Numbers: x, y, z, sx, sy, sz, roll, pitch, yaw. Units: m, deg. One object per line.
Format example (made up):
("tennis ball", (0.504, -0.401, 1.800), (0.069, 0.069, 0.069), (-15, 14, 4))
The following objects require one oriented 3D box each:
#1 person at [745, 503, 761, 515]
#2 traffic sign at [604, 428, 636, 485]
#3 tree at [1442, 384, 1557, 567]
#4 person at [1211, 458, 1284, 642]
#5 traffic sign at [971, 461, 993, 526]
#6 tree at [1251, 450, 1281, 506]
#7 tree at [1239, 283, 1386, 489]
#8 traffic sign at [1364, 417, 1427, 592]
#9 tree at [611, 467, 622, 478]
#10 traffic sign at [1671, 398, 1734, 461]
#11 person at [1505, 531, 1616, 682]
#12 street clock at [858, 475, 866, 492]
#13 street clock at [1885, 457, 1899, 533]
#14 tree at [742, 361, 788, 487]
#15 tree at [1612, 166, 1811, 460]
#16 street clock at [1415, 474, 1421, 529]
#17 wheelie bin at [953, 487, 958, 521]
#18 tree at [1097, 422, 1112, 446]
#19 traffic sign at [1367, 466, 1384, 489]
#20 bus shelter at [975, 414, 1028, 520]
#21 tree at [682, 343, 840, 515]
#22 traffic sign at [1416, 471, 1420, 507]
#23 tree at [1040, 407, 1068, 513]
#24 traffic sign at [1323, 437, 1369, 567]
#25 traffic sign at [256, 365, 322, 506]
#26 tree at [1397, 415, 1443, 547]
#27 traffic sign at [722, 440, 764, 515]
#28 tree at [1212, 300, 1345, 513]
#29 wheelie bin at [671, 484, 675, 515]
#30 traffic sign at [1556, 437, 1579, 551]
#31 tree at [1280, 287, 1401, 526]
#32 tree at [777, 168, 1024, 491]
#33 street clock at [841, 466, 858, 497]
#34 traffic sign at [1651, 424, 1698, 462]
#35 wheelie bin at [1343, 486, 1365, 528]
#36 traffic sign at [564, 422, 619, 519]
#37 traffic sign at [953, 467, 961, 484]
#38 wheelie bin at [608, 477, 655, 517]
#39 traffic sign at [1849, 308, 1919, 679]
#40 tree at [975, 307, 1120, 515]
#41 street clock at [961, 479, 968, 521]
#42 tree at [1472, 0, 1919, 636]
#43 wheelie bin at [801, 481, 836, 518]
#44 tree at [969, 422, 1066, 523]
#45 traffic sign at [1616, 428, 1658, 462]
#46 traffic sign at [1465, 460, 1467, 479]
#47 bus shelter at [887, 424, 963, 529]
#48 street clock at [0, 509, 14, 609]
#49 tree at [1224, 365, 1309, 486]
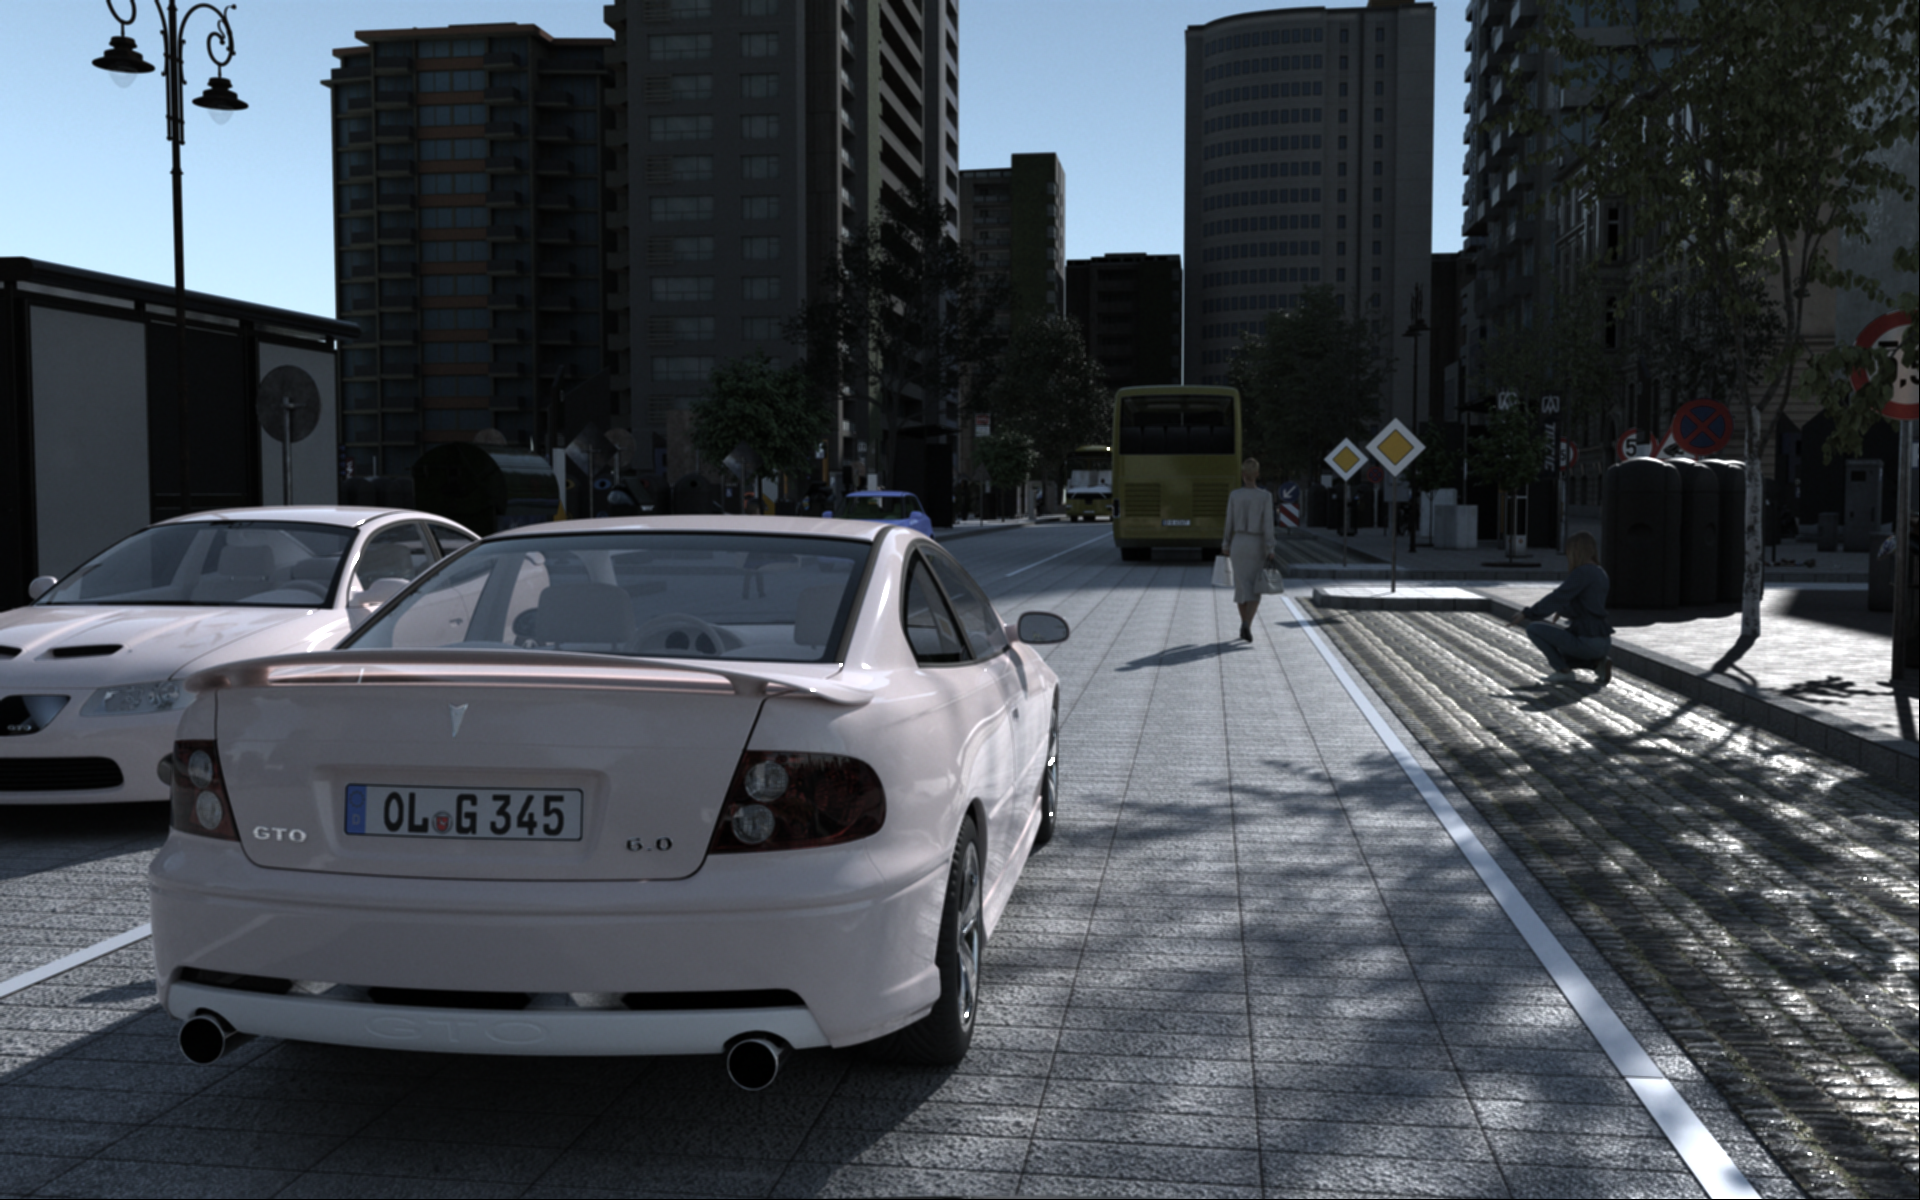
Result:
("person", (-2.854, -0.670, 23.733), (0.475, 1.303, 0.640), (1, 4, 9))
("traffic sign", (-6.612, -2.036, 33.401), (0.768, 2.556, 0.104), (1, 4, 14))
("tree", (9.684, -2.215, 30.809), (1.663, 3.219, 1.824), (0, 3, 0))
("person", (2.785, -0.494, 16.924), (0.694, 1.780, 0.624), (3, 4, 38))
("traffic sign", (0.857, -4.203, 68.719), (0.884, 2.594, 0.081), (1, 4, 14))
("tree", (26.161, -11.867, 144.388), (4.737, 8.622, 4.395), (0, 3, 0))
("tree", (18.937, -10.704, 93.140), (7.486, 12.596, 7.792), (0, 3, 0))
("traffic sign", (5.652, -1.156, 22.545), (0.795, 2.450, 0.064), (0, 4, 8))
("tree", (-20.062, -6.312, 97.806), (1.663, 3.219, 1.824), (0, 3, 0))
("traffic sign", (9.826, -1.399, 22.986), (0.768, 2.556, 0.104), (1, 4, 17))
("person", (4.561, 0.050, 13.181), (1.012, 1.151, 0.738), (-3, 4, -39))
("street clock", (-3.742, -3.665, 64.494), (0.358, 2.002, 0.471), (-3, 5, -41))
("street clock", (18.207, -1.775, 33.592), (0.471, 2.002, 0.358), (3, 5, 45))
("tree", (-11.035, -8.884, 95.619), (4.360, 8.622, 3.978), (0, 3, 0))
("tree", (16.197, -5.309, 37.171), (4.360, 8.622, 3.978), (0, 3, 0))
("street clock", (16.503, -3.548, 62.573), (0.358, 2.002, 0.471), (1, 4, 13))
("wheelie bin", (-0.536, -4.451, 80.678), (0.980, 1.594, 0.693), (2, 4, 34))
("tree", (15.133, -13.656, 173.633), (4.360, 8.622, 3.978), (0, 3, 0))
("traffic sign", (19.117, -4.873, 79.771), (0.768, 2.556, 0.104), (1, 4, 13))
("bus shelter", (2.213, -6.821, 89.163), (2.179, 5.291, 8.768), (0, 4, 8))
("tree", (-4.342, -3.295, 37.586), (4.285, 4.588, 4.351), (0, 3, 0))
("traffic sign", (18.334, -4.234, 69.227), (0.884, 2.594, 0.081), (1, 4, 9))
("tree", (6.820, -10.276, 118.368), (4.360, 8.622, 3.978), (0, 3, 0))
("traffic sign", (6.776, -1.640, 30.451), (0.795, 2.450, 0.064), (0, 4, 8))
("traffic sign", (-6.646, -1.041, 17.125), (0.768, 2.556, 0.104), (1, 4, 18))
("tree", (11.403, -2.922, 42.384), (1.663, 3.219, 1.824), (0, 3, 0))
("traffic sign", (-4.007, -1.734, 31.998), (0.795, 2.450, 0.064), (0, 4, 8))
("tree", (21.672, -12.775, 115.521), (9.857, 13.997, 8.962), (0, 3, 0))
("wheelie bin", (-8.485, -2.764, 53.105), (0.980, 1.594, 0.693), (2, 4, 25))
("traffic sign", (13.402, -2.362, 38.726), (0.768, 2.556, 0.104), (1, 4, 11))
("tree", (13.431, -6.751, 60.739), (4.360, 8.622, 3.978), (0, 3, 0))
("tree", (-1.825, -7.037, 49.463), (7.601, 10.594, 8.767), (1, 4, 17))
("street clock", (-2.880, -2.433, 44.342), (0.358, 2.002, 0.471), (0, 4, -6))
("traffic sign", (12.185, -1.808, 29.560), (0.884, 2.594, 0.081), (1, 4, 8))
("wheelie bin", (14.968, -3.535, 65.709), (0.693, 1.594, 0.980), (-1, 4, -21))
("traffic sign", (-5.131, -1.251, 24.093), (0.795, 2.450, 0.064), (0, 4, 8))
("traffic sign", (-0.329, -4.167, 69.318), (0.795, 2.450, 0.064), (1, 4, 17))
("wheelie bin", (-6.040, -1.457, 31.736), (0.693, 1.594, 0.980), (1, 4, 14))
("traffic sign", (6.520, -0.725, 11.960), (0.768, 2.556, 0.104), (1, 4, 18))
("tree", (5.257, -11.570, 106.178), (9.611, 12.733, 9.660), (0, 3, 0))
("street clock", (0.218, -4.852, 83.907), (0.358, 2.002, 0.471), (-1, 4, -14))
("tree", (7.001, -3.976, 15.377), (4.737, 8.622, 4.395), (0, 3, 0))
("wheelie bin", (-3.527, -2.181, 43.565), (0.693, 1.594, 0.980), (2, 4, 32))
("tree", (2.034, -5.813, 78.748), (4.285, 4.588, 4.351), (0, 3, 0))
("traffic sign", (12.964, -2.026, 33.231), (0.768, 2.556, 0.104), (1, 4, 11))
("traffic sign", (15.101, -2.978, 50.824), (0.606, 2.300, 0.079), (1, 4, 15))
("bus shelter", (-1.198, -4.277, 61.217), (1.731, 3.624, 6.357), (1, 4, 8))
("street clock", (-10.684, -0.897, 19.243), (0.471, 2.002, 0.358), (2, 4, 27))
("tree", (24.178, -12.931, 137.172), (9.928, 11.665, 9.643), (0, 3, 0))
